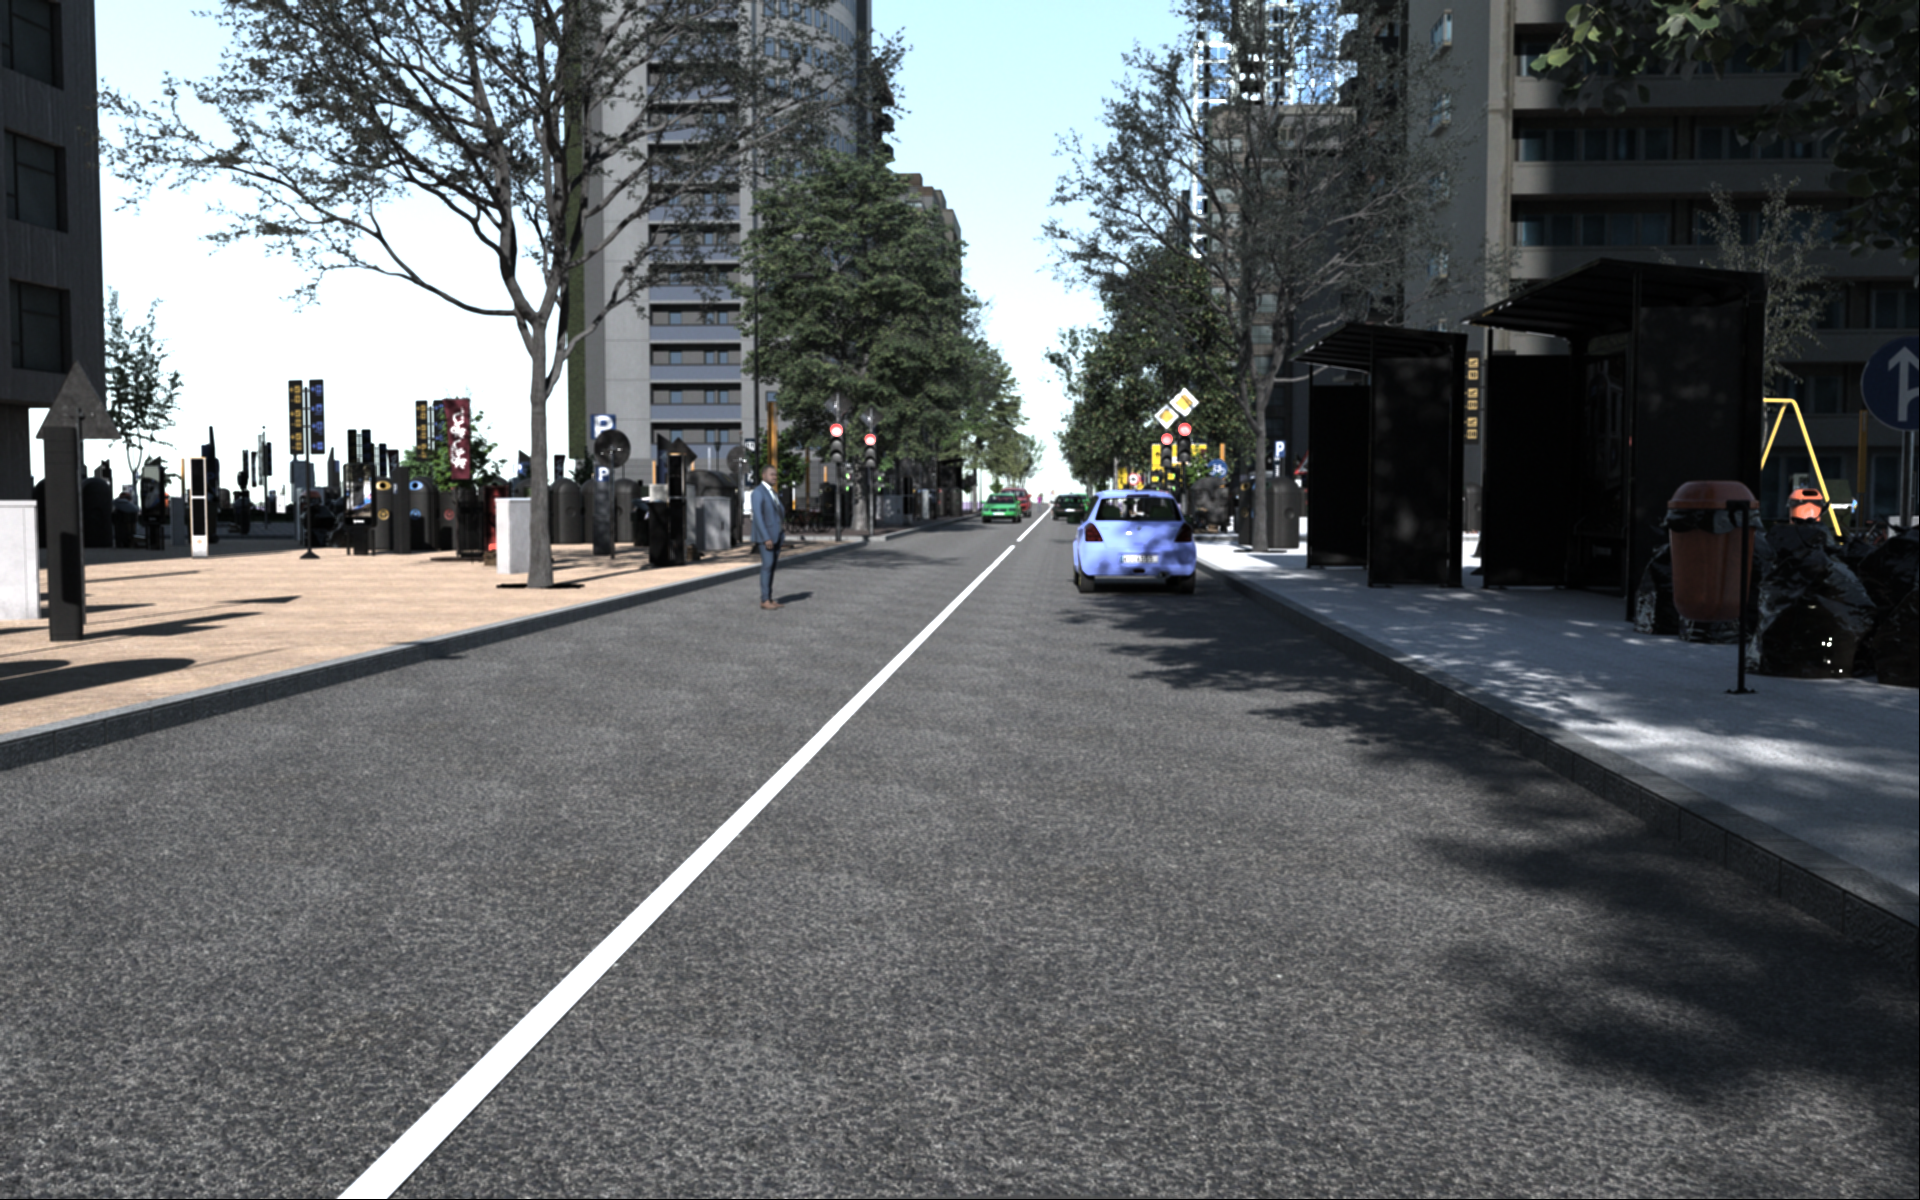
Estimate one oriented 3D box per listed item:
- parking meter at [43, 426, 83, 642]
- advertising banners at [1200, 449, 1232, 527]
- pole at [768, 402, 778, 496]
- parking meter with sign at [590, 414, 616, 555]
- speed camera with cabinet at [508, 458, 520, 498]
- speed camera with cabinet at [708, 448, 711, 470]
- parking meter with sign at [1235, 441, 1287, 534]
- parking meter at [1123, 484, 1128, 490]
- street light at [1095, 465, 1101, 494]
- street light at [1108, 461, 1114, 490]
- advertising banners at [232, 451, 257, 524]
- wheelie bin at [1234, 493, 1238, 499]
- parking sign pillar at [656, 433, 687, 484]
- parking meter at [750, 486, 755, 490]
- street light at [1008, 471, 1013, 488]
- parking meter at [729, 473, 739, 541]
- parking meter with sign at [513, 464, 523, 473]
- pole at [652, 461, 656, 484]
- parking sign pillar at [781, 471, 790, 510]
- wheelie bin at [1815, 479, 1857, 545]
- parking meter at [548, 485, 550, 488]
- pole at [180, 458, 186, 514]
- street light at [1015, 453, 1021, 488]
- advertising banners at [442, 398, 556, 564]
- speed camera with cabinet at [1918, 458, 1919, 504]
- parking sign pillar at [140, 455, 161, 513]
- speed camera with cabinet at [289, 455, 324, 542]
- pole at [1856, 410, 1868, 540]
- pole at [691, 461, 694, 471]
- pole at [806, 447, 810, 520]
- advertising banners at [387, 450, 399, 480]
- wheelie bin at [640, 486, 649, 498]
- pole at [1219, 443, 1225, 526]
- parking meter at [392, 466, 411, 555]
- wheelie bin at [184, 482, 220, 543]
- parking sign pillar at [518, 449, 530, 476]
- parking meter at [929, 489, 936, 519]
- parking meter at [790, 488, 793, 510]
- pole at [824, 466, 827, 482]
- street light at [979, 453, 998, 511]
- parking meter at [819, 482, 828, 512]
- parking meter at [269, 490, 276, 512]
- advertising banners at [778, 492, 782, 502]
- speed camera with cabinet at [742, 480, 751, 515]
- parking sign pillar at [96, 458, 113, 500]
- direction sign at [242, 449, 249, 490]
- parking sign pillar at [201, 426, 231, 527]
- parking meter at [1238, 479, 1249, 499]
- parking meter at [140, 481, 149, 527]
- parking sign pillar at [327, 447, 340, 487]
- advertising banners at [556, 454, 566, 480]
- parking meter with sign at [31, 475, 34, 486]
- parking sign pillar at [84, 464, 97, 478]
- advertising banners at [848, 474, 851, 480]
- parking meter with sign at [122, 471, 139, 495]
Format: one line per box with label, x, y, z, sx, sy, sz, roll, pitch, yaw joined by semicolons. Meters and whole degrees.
parking meter;-7.870;-0.581;15.204;0.255;1.863;0.399;-2;4;-25
advertising banners;10.022;-4.384;67.872;0.090;3.025;2.074;3;5;44
pole;-4.142;-2.721;38.325;0.158;3.312;0.155;0;3;0
parking meter with sign;-7.658;-2.501;37.150;0.543;3.016;1.738;-1;4;-10
speed camera with cabinet;-24.641;-6.155;94.971;0.660;3.252;2.038;-2;4;-35
speed camera with cabinet;-11.358;-4.874;74.028;2.038;3.252;0.660;2;4;30
parking meter with sign;9.750;-3.667;56.224;1.738;3.016;0.543;-2;4;-28
parking meter;10.017;-6.012;104.014;0.399;1.863;0.255;0;4;-2
street light;11.450;-10.221;139.651;1.470;5.913;1.316;0;4;3
street light;8.806;-7.547;95.935;1.470;5.913;1.316;0;4;3
advertising banners;-28.846;-4.511;69.948;0.090;3.025;2.074;0;4;5
wheelie bin;15.457;-5.354;95.438;0.693;1.594;0.980;1;4;9
parking sign pillar;-12.721;-5.381;76.456;1.447;3.967;1.447;0;4;2
parking meter;-15.397;-7.523;128.709;0.399;1.863;0.255;1;4;14
street light;4.057;-11.715;164.087;1.470;5.913;1.316;0;4;3
parking meter;-6.156;-2.539;47.222;0.255;1.863;0.399;0;4;0
parking meter with sign;-25.369;-6.370;100.408;0.543;3.016;1.738;0;4;2
pole;-18.864;-6.911;106.838;0.158;3.312;0.155;0;3;0
parking sign pillar;-9.186;-6.014;86.800;1.447;3.967;1.447;-3;4;-36
wheelie bin;18.363;-1.754;36.586;0.980;1.594;0.693;0;4;6
parking meter;-27.303;-6.660;114.598;0.255;1.863;0.399;-3;5;-41
pole;-43.831;-6.354;97.729;0.158;3.312;0.155;0;3;0
street light;6.016;-13.711;196.710;1.470;5.913;1.316;0;4;3
advertising banners;-8.418;-2.162;31.539;2.074;3.025;0.090;1;4;9
speed camera with cabinet;23.765;-2.911;41.935;0.660;3.252;2.038;3;5;42
parking sign pillar;-56.041;-8.044;119.991;1.447;3.967;1.447;3;5;45
speed camera with cabinet;-17.804;-3.234;47.213;0.660;3.252;2.038;-2;4;-29
pole;21.873;-2.946;42.009;0.158;3.312;0.155;0;3;0
pole;-15.501;-6.520;100.452;0.158;3.312;0.155;0;3;0
pole;-6.160;-4.662;70.070;0.158;3.312;0.155;0;3;0
advertising banners;-21.322;-4.352;67.340;2.074;3.025;0.090;1;4;12
wheelie bin;-12.557;-3.734;68.959;0.980;1.594;0.693;-1;4;-16
pole;10.578;-4.649;69.862;0.158;3.312;0.155;0;3;0
parking meter;-11.890;-1.905;36.855;0.255;1.863;0.399;-3;5;-40
wheelie bin;-19.707;-2.269;45.008;0.980;1.594;0.693;2;4;32
parking sign pillar;-25.906;-7.093;104.439;1.447;3.967;1.447;-2;4;-31
parking meter;-1.384;-4.848;87.681;0.372;1.533;0.369;0;3;0
parking meter;-12.060;-7.193;123.311;0.255;1.863;0.399;3;5;40
pole;-9.889;-8.177;127.539;0.158;3.312;0.155;0;3;0
street light;2.112;-9.715;131.381;1.470;5.913;1.316;0;4;3
parking meter;-6.564;-4.757;83.483;0.399;1.863;0.255;-3;5;-42
parking meter;-38.371;-5.399;96.680;0.372;1.533;0.369;0;3;0
advertising banners;-4.968;-3.081;46.561;0.090;3.025;2.074;-1;4;-13
speed camera with cabinet;-13.413;-6.963;108.182;2.038;3.252;0.660;-3;5;-43
parking sign pillar;-64.978;-8.741;131.393;1.447;3.967;1.447;1;4;11
direction sign;-36.203;-5.862;87.833;0.379;3.537;0.876;-3;5;-40
parking sign pillar;-29.353;-4.847;67.727;1.447;3.967;1.447;-2;4;-26
parking meter;11.104;-3.796;67.768;0.399;1.863;0.255;0;4;-4
parking meter;-31.970;-3.813;68.047;0.255;1.863;0.399;1;4;18
parking sign pillar;-35.805;-6.759;98.989;1.447;3.967;1.447;-2;4;-31
advertising banners;-18.398;-4.899;76.282;2.074;3.025;0.090;-1;4;-17
parking meter with sign;-37.529;-4.481;69.522;1.738;3.016;0.543;-2;4;-26
parking sign pillar;-57.201;-7.562;112.107;1.447;3.967;1.447;0;4;3
advertising banners;-8.068;-7.203;113.963;2.074;3.025;0.090;1;4;20
parking meter with sign;-63.997;-8.371;133.134;1.738;3.016;0.543;1;4;15
